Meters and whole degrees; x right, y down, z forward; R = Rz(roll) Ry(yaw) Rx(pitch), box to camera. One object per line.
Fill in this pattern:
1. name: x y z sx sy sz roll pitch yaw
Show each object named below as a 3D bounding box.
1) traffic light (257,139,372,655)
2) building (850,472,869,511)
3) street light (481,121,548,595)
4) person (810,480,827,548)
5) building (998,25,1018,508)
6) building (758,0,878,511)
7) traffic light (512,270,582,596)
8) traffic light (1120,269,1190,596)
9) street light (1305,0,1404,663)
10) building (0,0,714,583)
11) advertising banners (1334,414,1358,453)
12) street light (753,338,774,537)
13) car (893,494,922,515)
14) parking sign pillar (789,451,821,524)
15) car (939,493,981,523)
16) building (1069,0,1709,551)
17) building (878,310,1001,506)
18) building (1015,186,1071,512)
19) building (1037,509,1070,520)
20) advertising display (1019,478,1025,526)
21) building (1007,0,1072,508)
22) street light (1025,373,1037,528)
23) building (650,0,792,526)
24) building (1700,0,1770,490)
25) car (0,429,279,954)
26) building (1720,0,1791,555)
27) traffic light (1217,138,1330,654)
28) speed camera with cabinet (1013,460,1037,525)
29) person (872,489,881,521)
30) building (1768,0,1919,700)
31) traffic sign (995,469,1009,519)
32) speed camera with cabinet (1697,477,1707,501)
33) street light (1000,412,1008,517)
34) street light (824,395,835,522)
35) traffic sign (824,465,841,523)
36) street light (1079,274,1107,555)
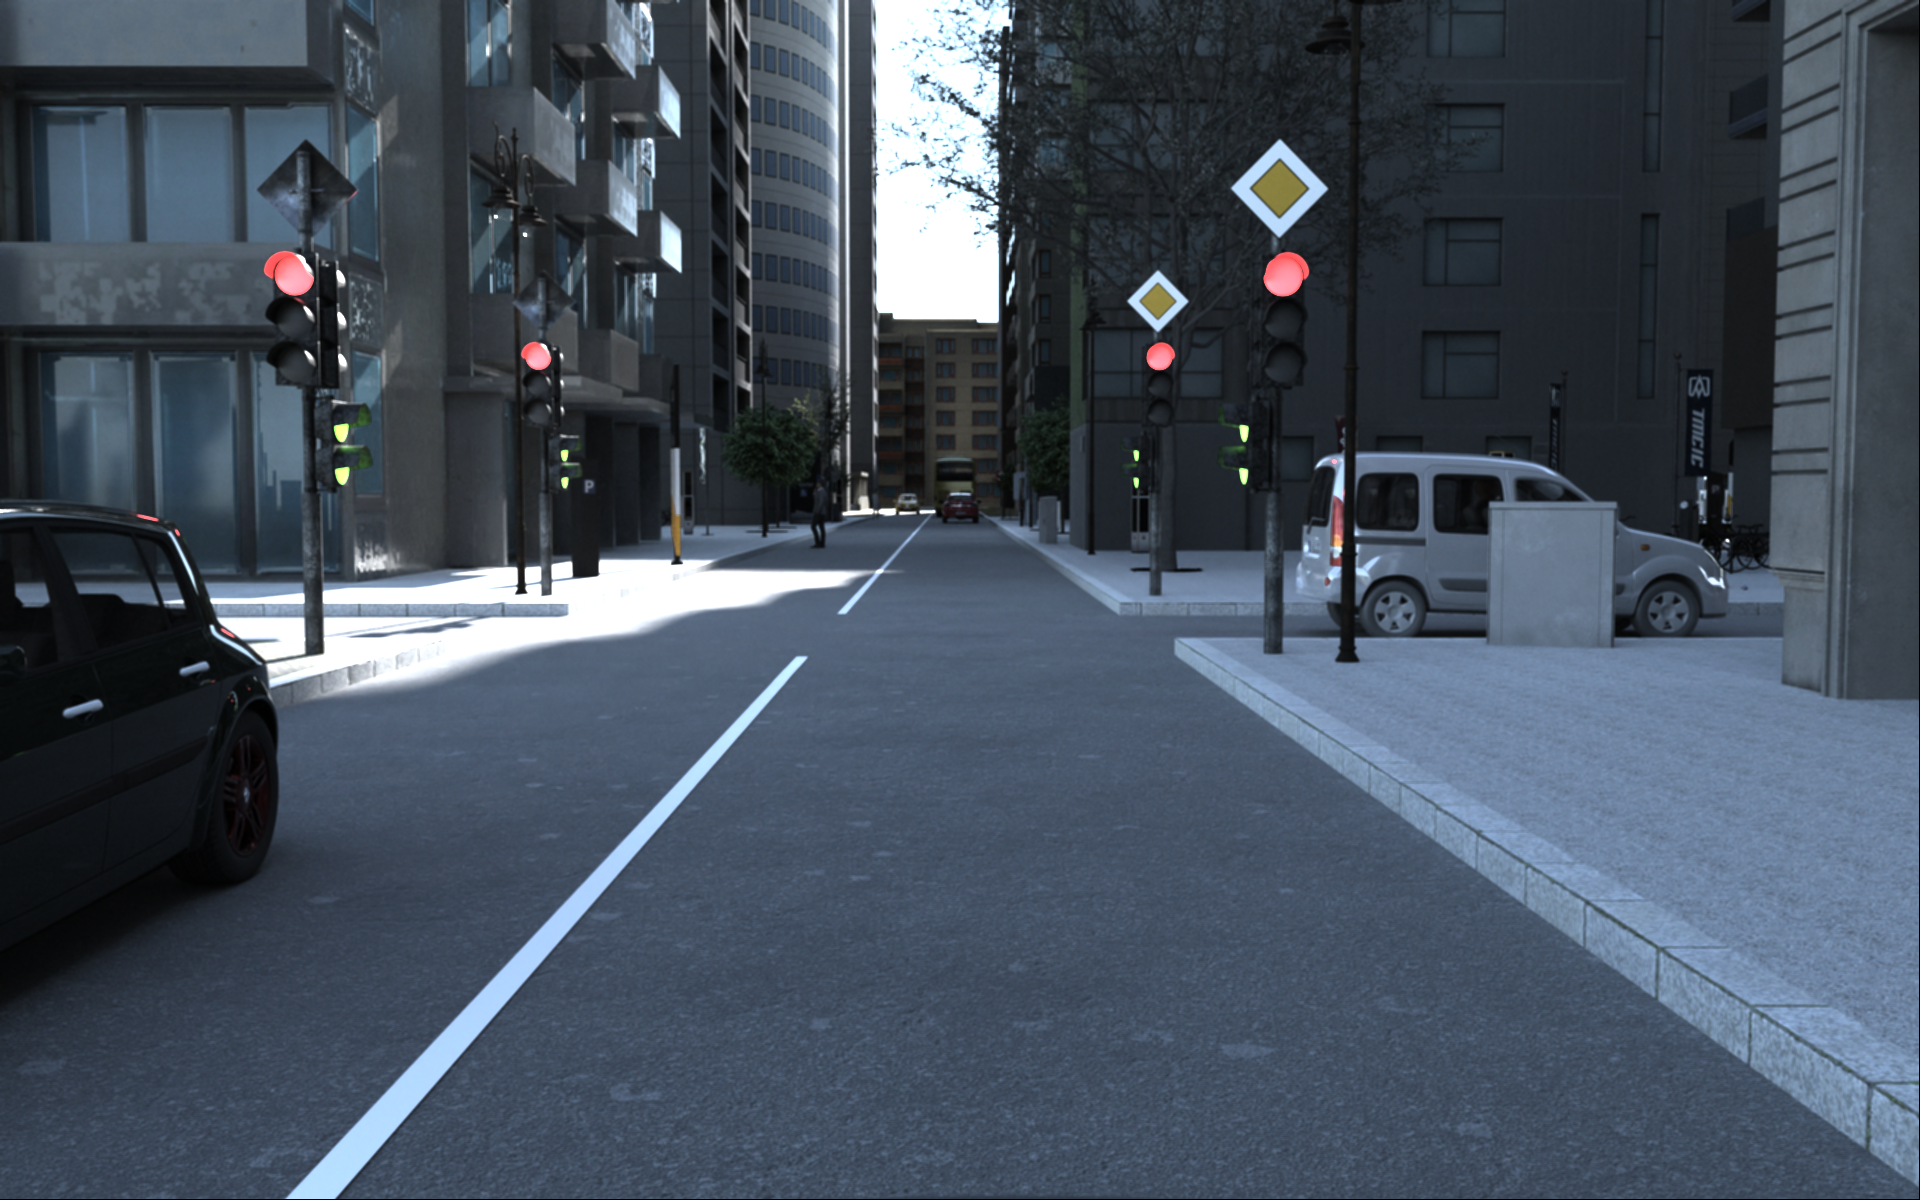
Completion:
1. traffic light: -5.158 -1.520 13.775 0.839 4.253 0.868 0 4 0
2. building: -23.695 -27.228 137.052 32.217 40.220 23.993 0 4 0
3. street light: -5.614 -3.010 22.001 0.468 5.910 1.993 0 4 0
4. person: -3.770 -2.292 46.150 0.473 1.802 0.592 1 4 22
5. building: 10.671 -31.429 163.969 14.600 45.320 14.200 0 4 0
6. building: -21.839 -37.816 160.290 28.212 58.520 21.231 0 4 0
7. traffic light: -5.204 -2.009 21.760 0.839 4.253 0.868 0 4 0
8. traffic light: 2.457 -2.012 21.820 0.839 4.253 0.868 0 4 0
9. street light: 2.966 -2.465 13.088 0.468 5.910 1.993 0 4 0
10. building: -18.364 -25.480 36.214 23.786 49.044 30.456 0 4 0
11. advertising banners: 9.219 -2.552 37.907 2.074 3.025 0.090 1 4 19
12. street light: -5.826 -4.810 51.426 0.468 5.910 1.993 0 4 0
13. car: -3.675 -6.829 121.872 2.015 1.641 3.980 0 4 -1
14. parking sign pillar: -6.660 -5.278 74.774 1.447 3.967 1.447 2 4 26
15. car: 0.007 -4.750 86.705 2.155 1.783 4.494 0 4 -1
16. building: 9.808 -22.091 44.781 14.154 41.232 14.086 0 4 0
17. building: -9.267 -21.419 195.242 28.899 21.520 27.650 0 4 0
18. building: 17.953 -16.333 112.088 27.650 21.520 28.899 0 4 0
19. building: 14.906 -46.916 79.752 22.319 86.520 31.000 0 4 0
20. advertising display: 2.463 -3.896 68.907 0.123 1.923 0.974 0 4 7
21. building: 15.222 -31.926 141.595 23.786 49.044 30.456 0 4 0
22. street light: 2.707 -5.700 65.982 0.468 5.910 1.993 0 4 0
23. building: -18.134 -39.148 78.322 20.563 71.187 20.611 0 4 0
24. building: 67.503 -44.187 160.707 20.611 71.187 20.563 0 4 0
25. car: -3.435 0.293 5.000 2.009 1.686 4.222 0 4 -1
26. building: 23.674 -23.211 29.616 14.200 45.320 14.600 0 4 0
27. traffic light: 2.503 -1.524 13.835 0.839 4.253 0.868 0 4 0
28. speed camera with cabinet: 2.722 -4.771 72.333 0.660 3.252 2.038 1 4 16
29. person: -4.525 -5.156 93.555 0.466 1.731 0.760 0 4 6
30. building: 10.564 -10.102 1.332 11.583 22.565 21.152 0 4 0
31. traffic sign: 2.197 -5.438 89.019 0.768 2.556 0.104 0 4 3
32. speed camera with cabinet: 35.293 -5.415 82.877 0.660 3.252 2.038 2 4 30
33. street light: 2.435 -7.534 95.975 0.468 5.910 1.993 0 4 0
34. street light: -6.077 -6.609 80.850 0.468 5.910 1.993 0 4 0
35. traffic sign: -5.639 -4.662 76.335 0.768 2.556 0.104 0 4 6
36. street light: 2.789 -3.900 36.557 0.468 5.910 1.993 0 4 0
